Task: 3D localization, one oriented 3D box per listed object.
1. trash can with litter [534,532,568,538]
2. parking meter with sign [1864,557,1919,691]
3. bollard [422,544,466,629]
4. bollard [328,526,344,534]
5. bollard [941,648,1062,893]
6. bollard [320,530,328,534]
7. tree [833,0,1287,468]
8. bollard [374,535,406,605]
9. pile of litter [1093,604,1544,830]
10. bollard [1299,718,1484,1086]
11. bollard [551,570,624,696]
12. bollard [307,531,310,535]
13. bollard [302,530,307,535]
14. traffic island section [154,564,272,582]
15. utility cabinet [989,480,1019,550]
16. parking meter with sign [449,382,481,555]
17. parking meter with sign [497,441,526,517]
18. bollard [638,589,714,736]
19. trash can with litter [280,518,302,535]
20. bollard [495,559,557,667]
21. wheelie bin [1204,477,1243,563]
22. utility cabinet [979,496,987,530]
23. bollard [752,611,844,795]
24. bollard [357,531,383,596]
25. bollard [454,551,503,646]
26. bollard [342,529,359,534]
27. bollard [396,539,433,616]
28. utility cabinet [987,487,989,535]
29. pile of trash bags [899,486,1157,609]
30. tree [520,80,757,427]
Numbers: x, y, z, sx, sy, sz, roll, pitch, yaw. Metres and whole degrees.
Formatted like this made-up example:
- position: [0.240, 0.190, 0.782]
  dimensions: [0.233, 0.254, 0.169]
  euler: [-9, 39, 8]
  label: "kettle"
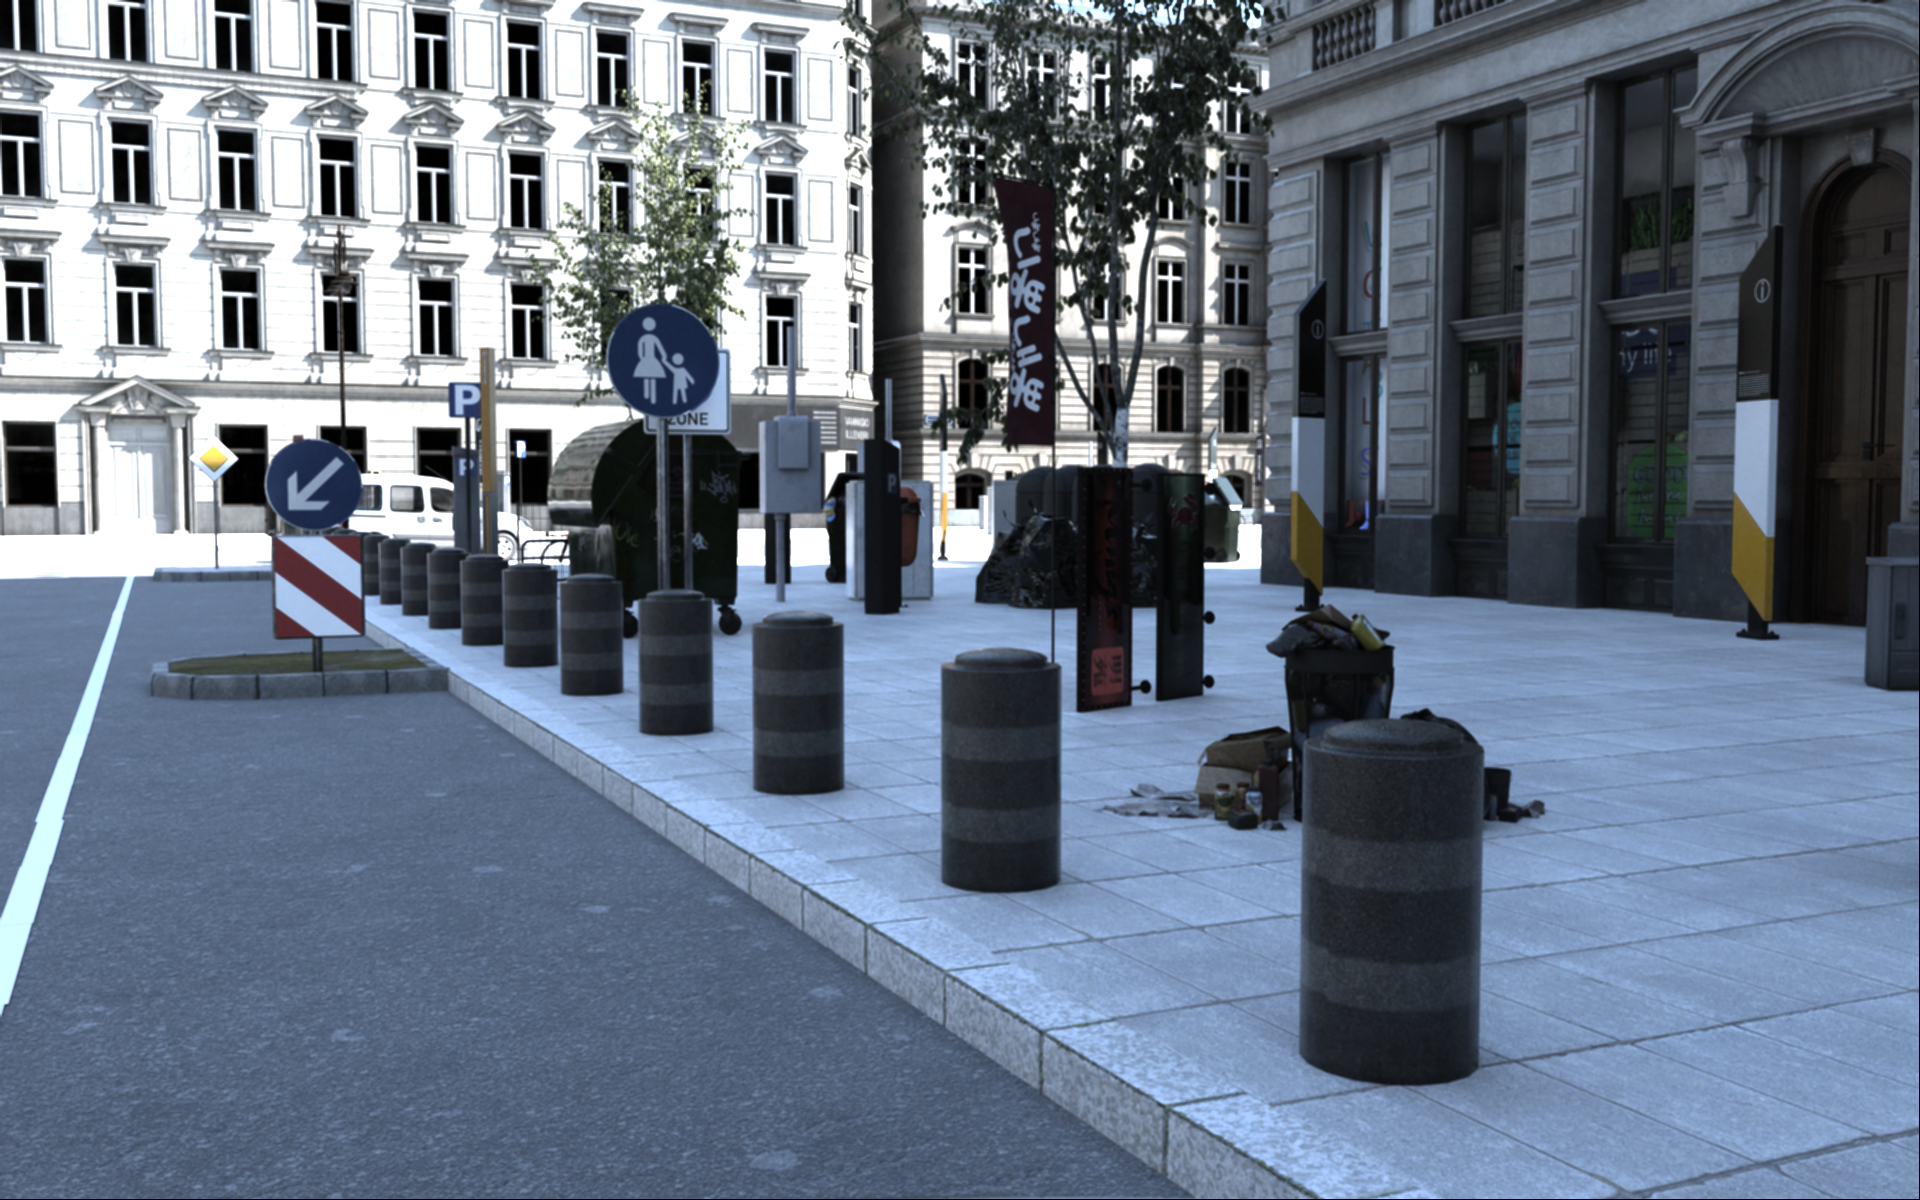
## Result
- position: [-11.728, -2.494, 51.826]
  dimensions: [2.233, 1.210, 1.678]
  euler: [1, 4, 14]
  label: "trash can with litter"
- position: [6.909, -0.918, 11.278]
  dimensions: [1.738, 3.016, 0.543]
  euler: [0, 4, 3]
  label: "parking meter with sign"
- position: [-4.899, -0.117, 16.627]
  dimensions: [0.404, 0.777, 0.398]
  euler: [0, 3, 0]
  label: "bollard"
- position: [-9.102, -0.672, 25.698]
  dimensions: [0.404, 0.777, 0.398]
  euler: [0, 3, 0]
  label: "bollard"
- position: [0.135, 0.549, 5.743]
  dimensions: [0.404, 0.777, 0.398]
  euler: [0, 3, 0]
  label: "bollard"
- position: [-9.942, -0.782, 27.510]
  dimensions: [0.404, 0.777, 0.398]
  euler: [0, 3, 0]
  label: "bollard"
- position: [1.228, -3.945, 14.865]
  dimensions: [4.360, 8.622, 3.978]
  euler: [0, 3, 0]
  label: "tree"
- position: [-6.582, -0.339, 20.261]
  dimensions: [0.404, 0.777, 0.398]
  euler: [0, 3, 0]
  label: "bollard"
- position: [1.472, 0.423, 7.047]
  dimensions: [1.719, 0.858, 1.176]
  euler: [1, 4, 21]
  label: "pile of litter"
- position: [0.977, 0.660, 3.929]
  dimensions: [0.404, 0.777, 0.398]
  euler: [0, 3, 0]
  label: "bollard"
- position: [-2.378, 0.216, 11.179]
  dimensions: [0.404, 0.777, 0.398]
  euler: [0, 3, 0]
  label: "bollard"
- position: [-10.778, -0.893, 29.322]
  dimensions: [0.404, 0.777, 0.398]
  euler: [0, 3, 0]
  label: "bollard"
- position: [-11.618, -1.004, 31.134]
  dimensions: [0.404, 0.777, 0.398]
  euler: [0, 3, 0]
  label: "bollard"
- position: [-12.730, -0.455, 29.725]
  dimensions: [2.009, 0.180, 2.903]
  euler: [-2, 4, -25]
  label: "traffic island section"
- position: [1.102, -1.162, 27.683]
  dimensions: [1.173, 1.500, 0.318]
  euler: [0, 4, -7]
  label: "utility cabinet"
- position: [-7.933, -1.936, 27.921]
  dimensions: [0.543, 3.016, 1.738]
  euler: [-1, 4, -16]
  label: "parking meter with sign"
- position: [-15.186, -3.713, 56.967]
  dimensions: [1.738, 3.016, 0.543]
  euler: [1, 4, 16]
  label: "parking meter with sign"
- position: [-1.536, 0.327, 9.368]
  dimensions: [0.404, 0.777, 0.398]
  euler: [0, 3, 0]
  label: "bollard"
- position: [-17.907, -2.163, 46.756]
  dimensions: [0.624, 1.170, 1.055]
  euler: [1, 4, 21]
  label: "trash can with litter"
- position: [-3.221, 0.106, 12.989]
  dimensions: [0.404, 0.777, 0.398]
  euler: [0, 3, 0]
  label: "bollard"
- position: [4.856, -1.504, 32.493]
  dimensions: [0.693, 1.594, 0.980]
  euler: [2, 4, 33]
  label: "wheelie bin"
- position: [1.112, -3.093, 61.727]
  dimensions: [0.306, 1.237, 1.020]
  euler: [3, 5, 42]
  label: "utility cabinet"
- position: [-0.705, 0.438, 7.554]
  dimensions: [0.404, 0.777, 0.398]
  euler: [0, 3, 0]
  label: "bollard"
- position: [-7.422, -0.450, 22.071]
  dimensions: [0.404, 0.777, 0.398]
  euler: [0, 3, 0]
  label: "bollard"
- position: [-4.060, -0.006, 14.813]
  dimensions: [0.404, 0.777, 0.398]
  euler: [0, 3, 0]
  label: "bollard"
- position: [-8.255, -0.561, 23.885]
  dimensions: [0.404, 0.777, 0.398]
  euler: [0, 3, 0]
  label: "bollard"
- position: [-5.737, -0.228, 18.438]
  dimensions: [0.404, 0.777, 0.398]
  euler: [0, 3, 0]
  label: "bollard"
- position: [1.438, -2.772, 54.006]
  dimensions: [1.173, 1.500, 0.318]
  euler: [-1, 4, -22]
  label: "utility cabinet"
- position: [0.666, -0.634, 20.117]
  dimensions: [3.447, 1.369, 1.912]
  euler: [-1, 4, -9]
  label: "pile of trash bags"
- position: [-5.446, -4.932, 31.009]
  dimensions: [4.737, 8.622, 4.395]
  euler: [0, 3, 0]
  label: "tree"
